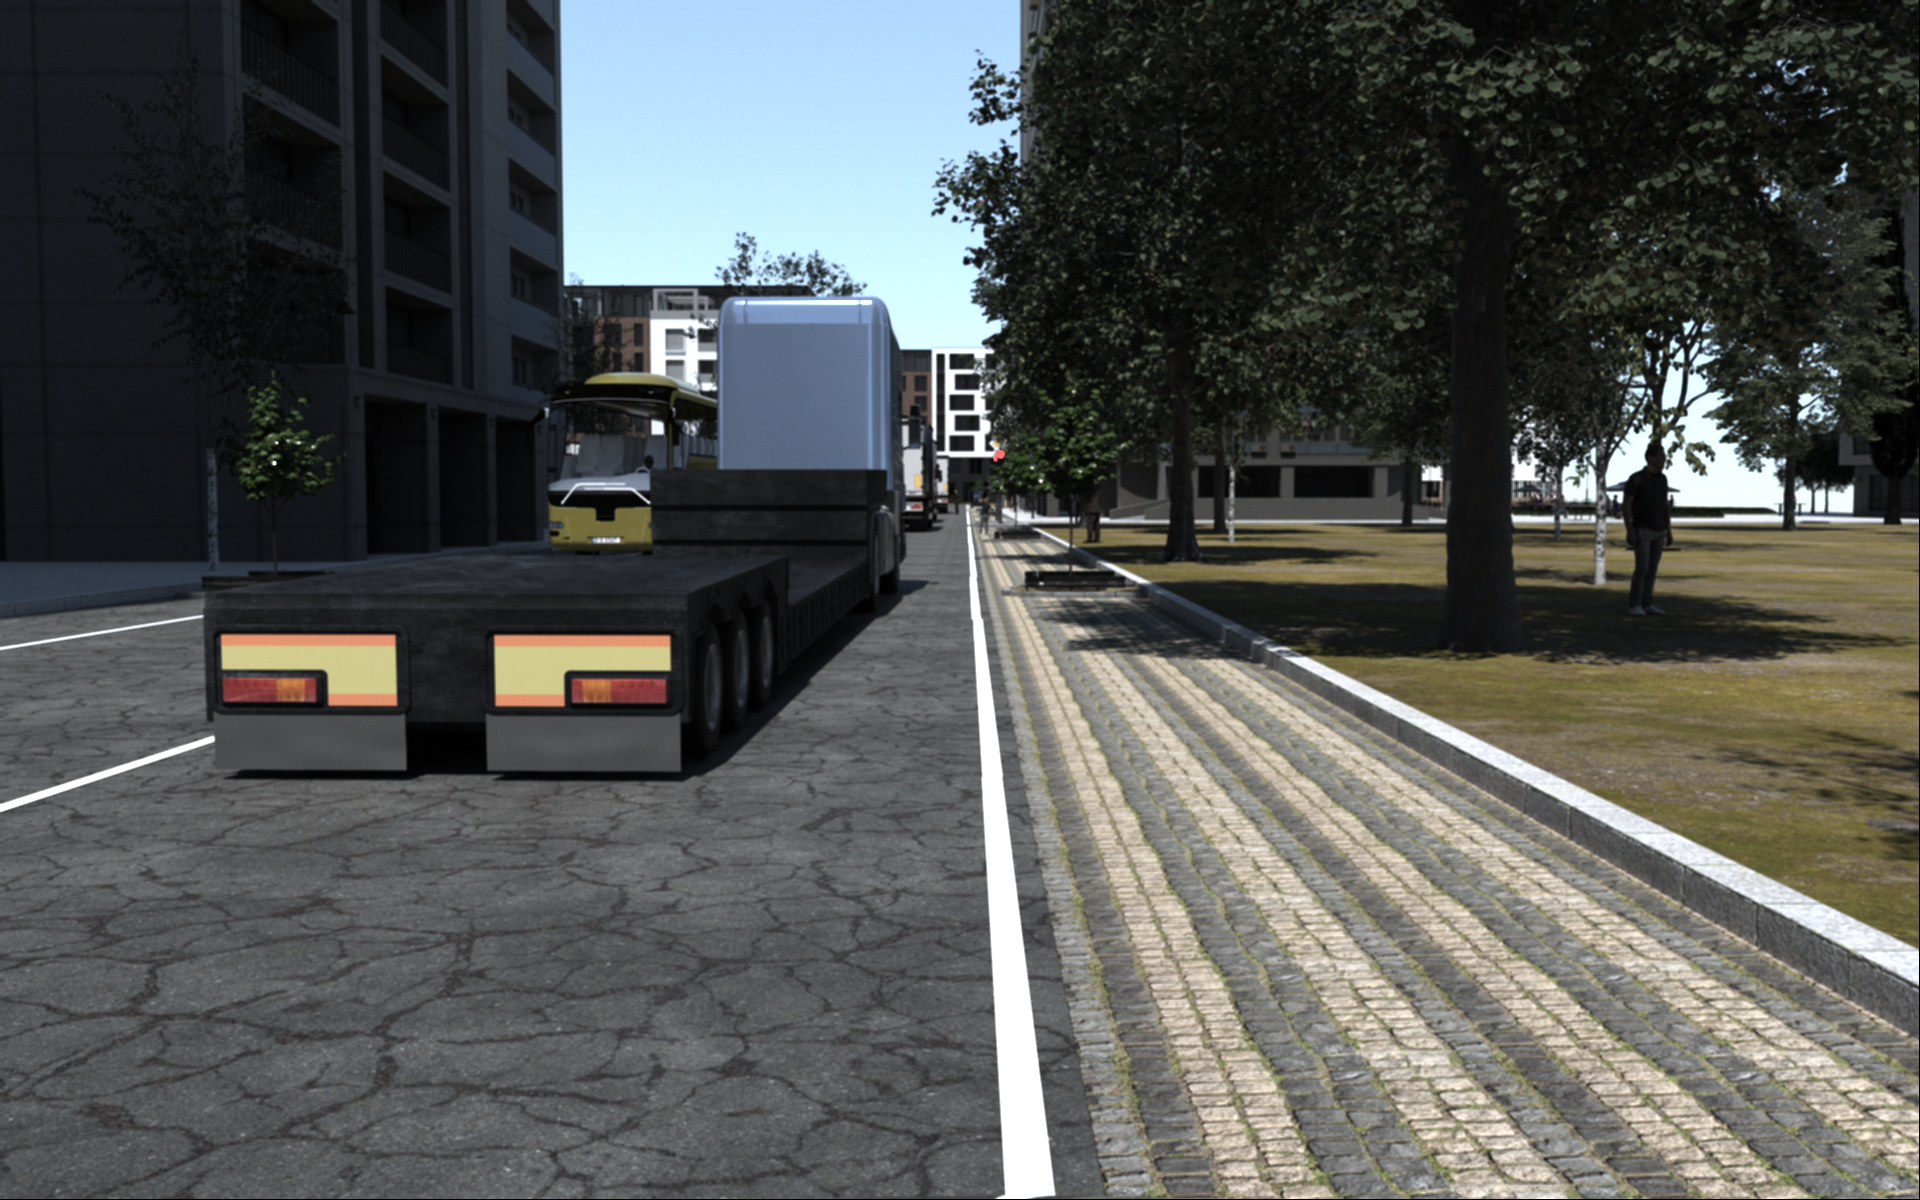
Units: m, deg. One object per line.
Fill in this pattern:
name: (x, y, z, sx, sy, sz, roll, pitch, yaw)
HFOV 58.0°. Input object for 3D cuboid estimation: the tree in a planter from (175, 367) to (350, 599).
tree in a planter: (-9.760, -1.674, 24.593, 1.991, 3.239, 1.994, 0, 4, 0)

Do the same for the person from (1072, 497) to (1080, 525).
person: (4.975, -3.924, 72.156, 0.963, 1.587, 0.435, -2, 4, -24)

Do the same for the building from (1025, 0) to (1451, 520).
building: (16.023, -24.931, 99.506, 23.993, 40.220, 32.217, 0, 4, 0)

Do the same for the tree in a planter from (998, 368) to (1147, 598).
tree in a planter: (1.586, -1.676, 24.627, 1.991, 3.239, 1.994, 0, 4, 0)

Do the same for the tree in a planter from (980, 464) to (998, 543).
tree in a planter: (1.673, -3.324, 51.570, 1.991, 3.239, 1.994, 0, 4, 0)

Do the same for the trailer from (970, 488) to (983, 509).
trailer: (1.754, -9.914, 169.147, 1.471, 1.999, 3.904, 0, 4, 0)

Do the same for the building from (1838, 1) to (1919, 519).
building: (55.917, -19.418, 89.181, 14.107, 30.474, 14.160, 0, 4, 0)

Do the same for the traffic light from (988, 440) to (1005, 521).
traffic light: (1.745, -5.719, 82.427, 0.839, 4.253, 0.868, 0, 4, 0)

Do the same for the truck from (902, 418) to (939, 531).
truck: (-2.395, -4.947, 69.796, 2.839, 4.237, 11.283, 0, 4, 1)

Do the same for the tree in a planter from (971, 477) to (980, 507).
tree in a planter: (2.131, -11.473, 184.808, 1.991, 3.239, 1.994, 0, 4, 0)

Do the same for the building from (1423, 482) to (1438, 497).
building: (58.170, -23.415, 249.291, 31.486, 18.905, 16.747, 0, 4, 0)

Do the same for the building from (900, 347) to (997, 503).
building: (-6.047, -25.138, 254.978, 32.646, 21.610, 27.936, 0, 4, 0)

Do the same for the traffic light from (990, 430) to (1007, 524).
traffic light: (1.718, -5.231, 74.441, 0.839, 4.253, 0.868, 0, 4, 0)

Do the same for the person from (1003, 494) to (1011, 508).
person: (4.701, -9.684, 164.381, 1.348, 1.822, 0.705, -1, 4, -21)

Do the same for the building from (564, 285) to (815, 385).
building: (-25.296, -20.915, 185.937, 27.936, 21.610, 32.646, 0, 4, 0)

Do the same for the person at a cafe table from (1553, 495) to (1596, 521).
person at a cafe table: (29.815, -4.502, 84.469, 1.726, 1.238, 1.698, 0, 4, -3)

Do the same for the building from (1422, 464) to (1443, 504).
building: (58.808, -22.597, 225.885, 11.380, 20.091, 16.016, 0, 4, 0)

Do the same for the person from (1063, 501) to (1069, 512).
person: (7.447, -7.060, 122.196, 0.841, 1.734, 0.376, -1, 4, -15)

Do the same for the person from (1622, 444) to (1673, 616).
person: (7.319, -0.747, 18.381, 0.598, 1.807, 0.434, -1, 4, -12)

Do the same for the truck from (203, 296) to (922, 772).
truck: (-2.294, -1.718, 17.841, 2.967, 4.110, 18.799, 0, 4, 2)

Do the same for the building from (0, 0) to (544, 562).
building: (-21.644, -36.859, 40.899, 20.563, 71.187, 20.611, 0, 4, 0)

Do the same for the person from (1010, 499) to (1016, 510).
person: (4.214, -7.773, 135.679, 0.613, 1.512, 0.480, -3, 5, -44)

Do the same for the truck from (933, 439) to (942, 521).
truck: (-2.500, -6.178, 89.919, 2.839, 4.237, 11.283, 0, 4, 1)

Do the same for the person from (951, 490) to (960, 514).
person: (-0.320, -6.991, 123.482, 0.600, 1.739, 0.565, -2, 4, -28)

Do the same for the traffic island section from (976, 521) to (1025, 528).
traffic island section: (1.758, -3.197, 74.555, 2.009, 0.180, 2.903, 0, 4, 0)

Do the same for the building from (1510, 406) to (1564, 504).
building: (70.747, -22.608, 226.055, 11.380, 20.091, 16.016, 0, 4, 0)

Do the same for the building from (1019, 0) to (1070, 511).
building: (15.393, -36.669, 141.540, 21.231, 58.520, 28.212, 0, 4, 0)

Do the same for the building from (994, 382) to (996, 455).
building: (12.529, -22.740, 228.225, 16.016, 20.091, 11.380, 0, 4, 0)

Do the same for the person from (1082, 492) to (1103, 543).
person: (3.442, -2.373, 45.527, 0.600, 1.739, 0.565, 0, 4, 7)

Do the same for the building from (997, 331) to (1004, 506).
building: (12.837, -20.126, 195.510, 16.747, 18.905, 31.486, 0, 4, 0)

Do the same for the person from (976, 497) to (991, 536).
person: (0.814, -2.861, 59.192, 0.435, 1.345, 0.340, -2, 4, -28)

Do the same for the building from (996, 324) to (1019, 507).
building: (11.951, -19.397, 173.559, 16.016, 20.091, 11.380, 0, 4, 0)

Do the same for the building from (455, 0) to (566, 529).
building: (-29.369, -31.776, 61.529, 28.212, 58.520, 21.231, 0, 4, 0)

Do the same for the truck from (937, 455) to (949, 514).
truck: (-2.160, -8.672, 130.699, 2.839, 4.237, 11.283, 0, 4, -2)

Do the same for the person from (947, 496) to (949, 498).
person: (-1.629, -11.774, 200.633, 0.705, 1.869, 1.348, 3, 4, 37)

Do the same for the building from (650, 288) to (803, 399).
building: (-20.183, -18.784, 163.537, 16.016, 20.091, 11.380, 0, 4, 0)
